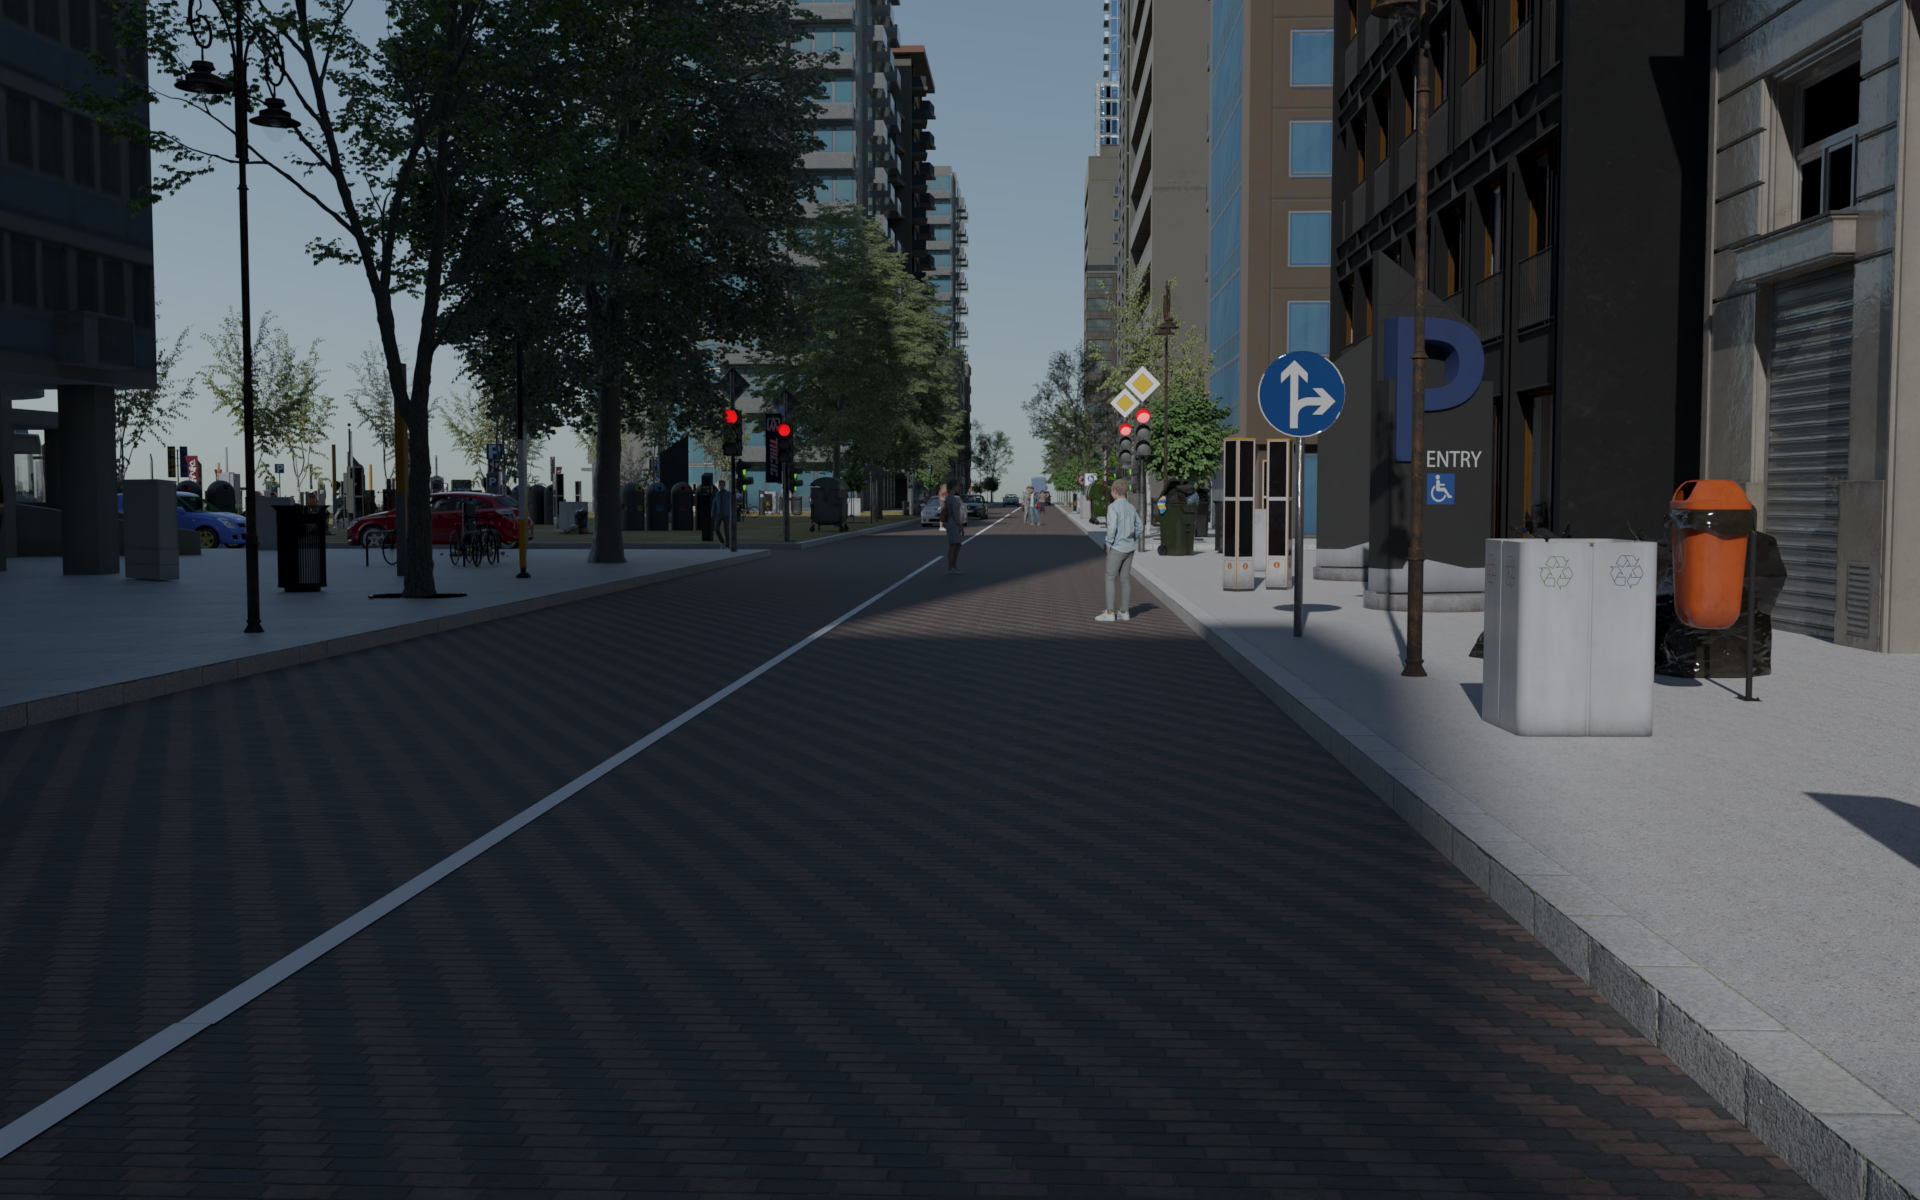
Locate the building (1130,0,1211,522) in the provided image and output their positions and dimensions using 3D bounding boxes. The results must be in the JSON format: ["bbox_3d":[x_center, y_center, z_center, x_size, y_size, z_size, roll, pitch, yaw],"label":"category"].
[{"bbox_3d":[19.751,-28.335,86.986,21.300,48.544,21.600,0,4,3],"label":"building"}]

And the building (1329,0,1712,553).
[{"bbox_3d":[13.226,-12.028,26.330,12.332,23.373,15.834,0,4,3],"label":"building"}]

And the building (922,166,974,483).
[{"bbox_3d":[-10.137,-38.739,252.994,23.786,49.044,30.456,0,4,3],"label":"building"}]

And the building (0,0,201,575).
[{"bbox_3d":[-25.057,-20.166,21.600,23.993,40.220,32.217,0,4,3],"label":"building"}]

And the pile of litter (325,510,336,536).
[{"bbox_3d":[-19.996,-2.430,53.692,1.176,0.858,1.719,-2,4,-24],"label":"pile of litter"}]

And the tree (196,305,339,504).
[{"bbox_3d":[-27.812,-7.218,68.379,4.737,8.622,4.395,0,3,0],"label":"tree"}]

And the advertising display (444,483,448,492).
[{"bbox_3d":[-30.225,-5.844,100.767,0.974,1.923,0.123,1,4,10],"label":"advertising display"}]

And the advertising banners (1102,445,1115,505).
[{"bbox_3d":[5.510,-4.052,62.430,0.090,3.025,2.074,2,4,28],"label":"advertising banners"}]

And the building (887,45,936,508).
[{"bbox_3d":[-13.808,-31.383,167.731,22.147,44.769,28.867,0,4,3],"label":"building"}]

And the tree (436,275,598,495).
[{"bbox_3d":[-13.057,-6.117,50.371,4.737,8.622,4.395,0,3,0],"label":"tree"}]

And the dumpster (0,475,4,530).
[{"bbox_3d":[-6.847,-0.463,10.066,1.502,2.255,1.985,0,4,3],"label":"dumpster"}]

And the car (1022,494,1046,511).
[{"bbox_3d":[6.141,-8.350,145.566,2.155,1.783,4.494,0,4,4],"label":"car"}]

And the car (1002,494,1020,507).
[{"bbox_3d":[5.762,-11.242,195.600,2.131,1.459,4.920,0,4,2],"label":"car"}]

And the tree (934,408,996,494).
[{"bbox_3d":[0.464,-15.513,188.048,7.601,10.594,8.767,0,4,7],"label":"tree"}]

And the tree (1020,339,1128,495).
[{"bbox_3d":[7.606,-10.328,103.278,8.767,10.594,7.601,1,4,9],"label":"tree"}]

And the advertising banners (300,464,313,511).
[{"bbox_3d":[-37.680,-6.344,99.910,0.090,3.025,2.074,0,4,0],"label":"advertising banners"}]

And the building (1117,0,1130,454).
[{"bbox_3d":[25.109,-45.481,181.872,20.563,71.187,20.611,0,4,3],"label":"building"}]

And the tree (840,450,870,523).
[{"bbox_3d":[-4.702,-4.987,76.142,1.663,3.219,1.824,0,3,0],"label":"tree"}]

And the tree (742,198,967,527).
[{"bbox_3d":[-4.373,-9.105,66.994,7.486,12.596,7.792,0,3,0],"label":"tree"}]

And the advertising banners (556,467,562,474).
[{"bbox_3d":[-25.953,-6.935,109.579,0.090,3.025,2.074,3,4,37],"label":"advertising banners"}]

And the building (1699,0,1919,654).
[{"bbox_3d":[14.201,-10.368,2.798,16.112,22.955,30.059,0,4,3],"label":"building"}]

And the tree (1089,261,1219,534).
[{"bbox_3d":[6.011,-6.374,54.583,4.737,8.622,4.395,0,3,0],"label":"tree"}]

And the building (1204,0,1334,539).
[{"bbox_3d":[15.550,-24.735,54.526,14.200,45.320,14.600,0,4,3],"label":"building"}]

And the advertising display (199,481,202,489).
[{"bbox_3d":[-36.556,-4.746,82.808,0.123,1.923,0.974,0,4,7],"label":"advertising display"}]

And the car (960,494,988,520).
[{"bbox_3d":[0.639,-5.385,97.827,2.009,1.686,4.222,0,4,4],"label":"car"}]

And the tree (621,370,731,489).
[{"bbox_3d":[-14.198,-8.076,82.402,4.737,8.622,4.395,0,3,0],"label":"tree"}]

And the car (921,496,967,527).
[{"bbox_3d":[-0.676,-3.967,77.214,2.083,1.381,4.827,0,4,3],"label":"car"}]

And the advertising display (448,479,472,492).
[{"bbox_3d":[-21.932,-4.343,76.228,0.123,1.923,0.974,3,5,42],"label":"advertising display"}]

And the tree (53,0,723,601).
[{"bbox_3d":[-6.751,-5.822,20.944,9.928,11.665,9.643,0,3,0],"label":"tree"}]

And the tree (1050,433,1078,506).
[{"bbox_3d":[11.808,-14.872,193.526,4.360,8.622,3.978,0,3,0],"label":"tree"}]

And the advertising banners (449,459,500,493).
[{"bbox_3d":[-18.659,-4.306,66.597,2.074,3.025,0.090,-1,4,-15],"label":"advertising banners"}]

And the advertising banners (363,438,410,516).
[{"bbox_3d":[-17.704,-3.515,53.665,0.090,3.025,2.074,3,4,38],"label":"advertising banners"}]

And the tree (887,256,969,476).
[{"bbox_3d":[-4.291,-11.087,87.934,9.857,13.997,8.962,0,3,0],"label":"tree"}]

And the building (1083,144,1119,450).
[{"bbox_3d":[27.777,-37.426,235.611,21.300,48.544,21.600,0,4,3],"label":"building"}]

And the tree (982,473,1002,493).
[{"bbox_3d":[4.875,-17.367,267.655,4.285,4.588,4.351,0,3,0],"label":"tree"}]

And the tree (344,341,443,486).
[{"bbox_3d":[-27.465,-8.147,83.565,4.360,8.622,3.978,0,3,0],"label":"tree"}]

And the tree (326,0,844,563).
[{"bbox_3d":[-6.629,-7.677,32.174,9.857,13.997,8.962,0,3,0],"label":"tree"}]

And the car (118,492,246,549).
[{"bbox_3d":[-19.900,-2.111,44.109,3.694,1.707,1.945,0,4,3],"label":"car"}]

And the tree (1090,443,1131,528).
[{"bbox_3d":[5.965,-4.357,65.842,1.663,3.219,1.824,0,3,0],"label":"tree"}]

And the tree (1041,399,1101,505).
[{"bbox_3d":[13.078,-17.600,205.889,7.486,12.596,7.792,0,3,0],"label":"tree"}]

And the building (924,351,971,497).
[{"bbox_3d":[-12.920,-23.197,224.310,27.650,21.520,28.899,0,4,3],"label":"building"}]

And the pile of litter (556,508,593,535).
[{"bbox_3d":[-12.359,-2.539,55.475,1.176,0.858,1.719,-1,4,-15],"label":"pile of litter"}]

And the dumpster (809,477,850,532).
[{"bbox_3d":[-4.467,-3.262,59.089,1.264,1.857,1.865,0,4,3],"label":"dumpster"}]

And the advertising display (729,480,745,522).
[{"bbox_3d":[-10.312,-4.580,80.091,0.974,1.923,0.123,3,5,41],"label":"advertising display"}]

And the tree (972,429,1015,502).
[{"bbox_3d":[5.199,-21.467,276.737,9.928,11.665,9.643,0,3,0],"label":"tree"}]

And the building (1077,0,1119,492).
[{"bbox_3d":[29.271,-58.027,261.406,22.319,86.520,31.000,0,4,3],"label":"building"}]

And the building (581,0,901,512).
[{"bbox_3d":[-16.415,-31.676,137.506,23.786,49.044,30.456,0,4,3],"label":"building"}]

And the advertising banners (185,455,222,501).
[{"bbox_3d":[-33.985,-5.040,78.588,2.074,3.025,0.090,-1,4,-19],"label":"advertising banners"}]

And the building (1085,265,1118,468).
[{"bbox_3d":[22.793,-27.331,218.557,14.160,30.474,14.107,0,4,3],"label":"building"}]

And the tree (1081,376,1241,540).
[{"bbox_3d":[6.214,-3.970,48.622,4.285,4.588,4.351,0,3,0],"label":"tree"}]

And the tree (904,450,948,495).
[{"bbox_3d":[-2.543,-8.838,128.211,4.285,4.588,4.351,0,3,0],"label":"tree"}]

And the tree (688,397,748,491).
[{"bbox_3d":[-14.396,-9.337,103.019,4.360,8.622,3.978,0,3,0],"label":"tree"}]

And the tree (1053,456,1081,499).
[{"bbox_3d":[9.318,-9.060,131.837,4.285,4.588,4.351,0,3,0],"label":"tree"}]

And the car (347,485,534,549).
[{"bbox_3d":[-12.754,-2.042,42.431,4.494,1.783,2.155,0,4,4],"label":"car"}]

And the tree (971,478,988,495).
[{"bbox_3d":[2.043,-13.559,216.295,1.663,3.219,1.824,0,3,0],"label":"tree"}]

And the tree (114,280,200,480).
[{"bbox_3d":[-27.989,-6.592,58.141,4.360,8.622,3.978,0,3,0],"label":"tree"}]
